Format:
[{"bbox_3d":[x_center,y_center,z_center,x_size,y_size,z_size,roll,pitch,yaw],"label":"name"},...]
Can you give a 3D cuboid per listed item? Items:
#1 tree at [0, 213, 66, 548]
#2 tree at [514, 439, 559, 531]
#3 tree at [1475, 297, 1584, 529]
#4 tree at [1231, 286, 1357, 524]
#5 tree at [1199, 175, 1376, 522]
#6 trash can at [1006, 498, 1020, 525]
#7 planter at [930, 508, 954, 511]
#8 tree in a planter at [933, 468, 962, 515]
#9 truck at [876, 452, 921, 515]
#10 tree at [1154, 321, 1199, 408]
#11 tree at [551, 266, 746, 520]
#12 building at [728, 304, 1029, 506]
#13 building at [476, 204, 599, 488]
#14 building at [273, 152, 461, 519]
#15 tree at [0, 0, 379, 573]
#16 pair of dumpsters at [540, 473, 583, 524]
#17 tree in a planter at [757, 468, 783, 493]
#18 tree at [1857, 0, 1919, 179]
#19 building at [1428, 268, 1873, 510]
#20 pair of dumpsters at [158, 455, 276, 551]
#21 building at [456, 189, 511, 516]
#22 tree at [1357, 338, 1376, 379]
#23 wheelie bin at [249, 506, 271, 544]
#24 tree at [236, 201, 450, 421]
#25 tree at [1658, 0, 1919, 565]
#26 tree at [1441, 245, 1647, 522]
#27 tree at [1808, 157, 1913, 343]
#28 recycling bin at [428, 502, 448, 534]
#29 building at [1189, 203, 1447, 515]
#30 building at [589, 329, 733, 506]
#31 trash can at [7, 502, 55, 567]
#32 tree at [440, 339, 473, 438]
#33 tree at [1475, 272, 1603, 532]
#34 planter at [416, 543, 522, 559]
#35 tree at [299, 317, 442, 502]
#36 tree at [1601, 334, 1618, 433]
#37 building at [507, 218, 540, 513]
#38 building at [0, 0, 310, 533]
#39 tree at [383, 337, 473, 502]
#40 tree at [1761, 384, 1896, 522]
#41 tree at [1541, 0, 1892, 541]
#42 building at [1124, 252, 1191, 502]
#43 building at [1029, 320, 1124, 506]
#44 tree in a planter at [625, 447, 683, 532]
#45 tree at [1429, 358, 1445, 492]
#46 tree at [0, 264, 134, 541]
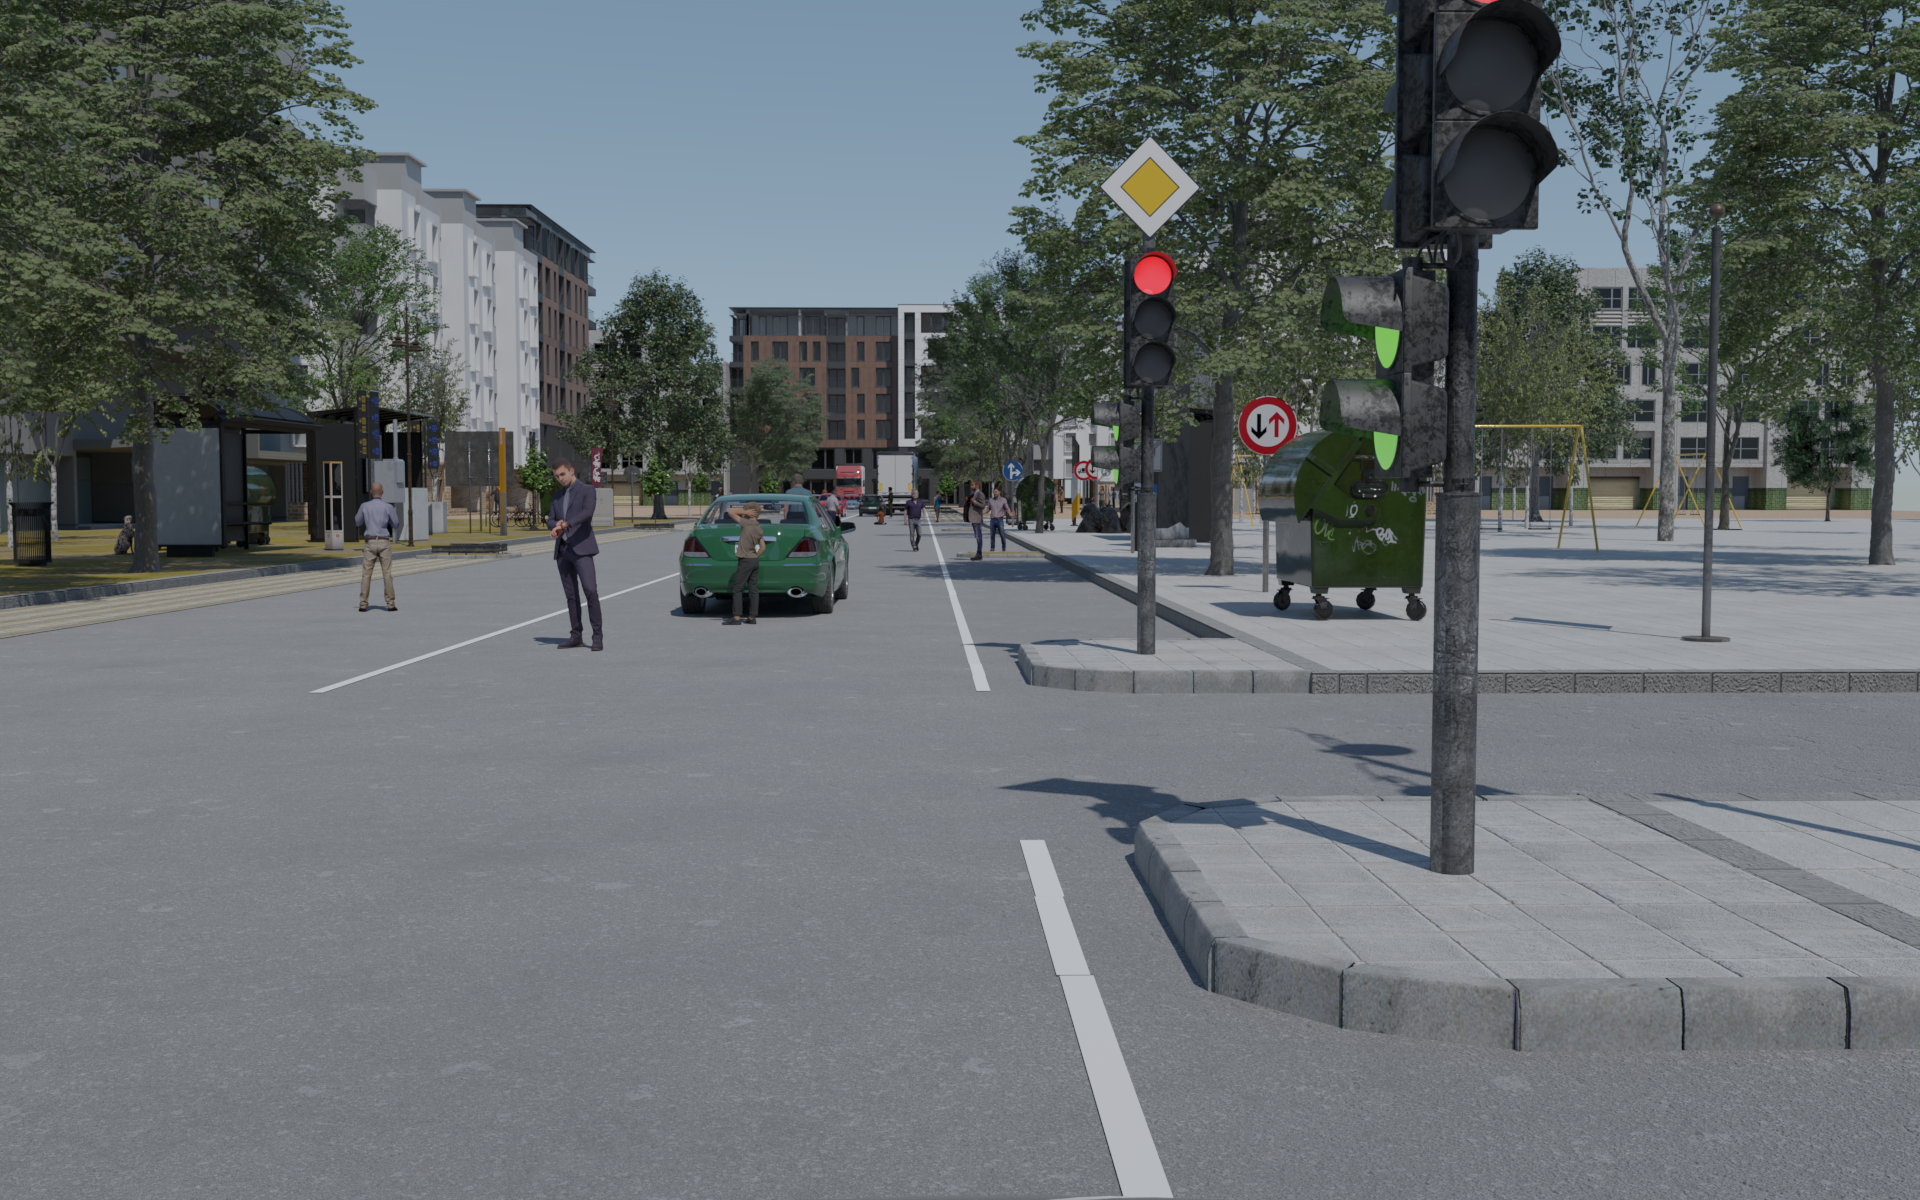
[{"bbox_3d":[-22.668,-5.526,40.711,4.360,8.622,3.978,0,3,0],"label":"tree"},{"bbox_3d":[-14.763,-4.046,60.758,1.663,3.219,1.824,0,3,0],"label":"tree"},{"bbox_3d":[20.815,-6.958,64.121,4.360,8.622,3.978,0,3,0],"label":"tree"},{"bbox_3d":[10.980,-6.637,58.879,4.737,8.622,4.395,0,3,0],"label":"tree"},{"bbox_3d":[7.582,-5.395,38.568,4.360,8.622,3.978,0,3,0],"label":"tree"},{"bbox_3d":[2.179,-3.629,70.984,0.748,1.137,0.748,0,3,0],"label":"trash can"},{"bbox_3d":[-1.488,-7.496,143.700,1.991,0.319,1.994,0,4,-1],"label":"planter"},{"bbox_3d":[-0.844,-7.276,116.179,1.991,3.239,1.994,0,4,-1],"label":"tree in a planter"},{"bbox_3d":[-4.228,-8.000,119.706,2.839,4.237,11.283,0,4,0],"label":"truck"},{"bbox_3d":[8.667,-6.993,64.705,4.360,8.622,3.978,0,3,0],"label":"tree"},{"bbox_3d":[-15.324,-10.422,87.410,9.611,12.733,9.660,0,3,0],"label":"tree"},{"bbox_3d":[-9.142,-21.783,200.122,32.646,21.610,27.936,0,4,-1],"label":"building"},{"bbox_3d":[-46.750,-17.851,135.846,32.646,21.610,27.936,0,4,-1],"label":"building"},{"bbox_3d":[-36.957,-14.527,93.944,16.016,20.091,11.380,0,4,-1],"label":"building"},{"bbox_3d":[-13.322,-6.748,28.449,7.486,12.596,7.792,0,3,0],"label":"tree"},{"bbox_3d":[-17.705,-4.568,77.187,1.574,2.255,4.437,0,4,-1],"label":"pair of dumpsters"},{"bbox_3d":[-12.750,-7.256,115.850,1.991,3.239,1.994,0,4,-1],"label":"tree in a planter"},{"bbox_3d":[14.661,-5.793,20.477,9.928,11.665,9.643,0,3,0],"label":"tree"},{"bbox_3d":[55.958,-16.977,144.038,31.486,18.905,16.747,0,4,-1],"label":"building"},{"bbox_3d":[-17.721,-2.352,40.956,1.574,2.255,4.437,0,4,-1],"label":"pair of dumpsters"},{"bbox_3d":[-37.021,-15.222,105.304,16.016,20.091,11.380,0,4,-1],"label":"building"},{"bbox_3d":[18.684,-7.776,77.503,4.737,8.622,4.395,0,3,0],"label":"tree"},{"bbox_3d":[-18.046,-2.230,44.369,0.693,1.594,0.980,-2,4,-31],"label":"wheelie bin"},{"bbox_3d":[-21.844,-8.301,61.482,9.928,11.665,9.643,0,3,0],"label":"tree"},{"bbox_3d":[16.321,-6.901,30.967,7.486,12.596,7.792,0,3,0],"label":"tree"},{"bbox_3d":[26.682,-9.957,79.808,9.611,12.733,9.660,0,3,0],"label":"tree"},{"bbox_3d":[20.581,-5.362,38.034,4.360,8.622,3.978,0,3,0],"label":"tree"},{"bbox_3d":[-17.117,-2.679,56.358,0.722,1.027,0.722,0,4,-5],"label":"recycling bin"},{"bbox_3d":[23.303,-15.708,113.245,16.016,20.091,11.380,0,4,-1],"label":"building"},{"bbox_3d":[-41.077,-20.044,194.180,31.486,18.905,16.747,0,4,-1],"label":"building"},{"bbox_3d":[-16.498,-1.170,30.785,0.748,1.137,0.748,0,3,0],"label":"trash can"},{"bbox_3d":[-25.061,-8.046,81.918,4.737,8.622,4.395,0,3,0],"label":"tree"},{"bbox_3d":[18.536,-6.610,58.430,4.737,8.622,4.395,0,3,0],"label":"tree"},{"bbox_3d":[-10.985,-1.093,39.010,1.991,0.319,1.994,0,4,-1],"label":"planter"},{"bbox_3d":[-24.753,-7.369,70.853,4.737,8.622,4.395,0,3,0],"label":"tree"},{"bbox_3d":[24.353,-7.282,69.429,4.737,8.622,4.395,0,3,0],"label":"tree"},{"bbox_3d":[-36.946,-15.930,116.877,16.016,20.091,11.380,0,4,-1],"label":"building"},{"bbox_3d":[-42.777,-29.218,66.947,28.713,52.752,27.495,0,4,-1],"label":"building"},{"bbox_3d":[-23.372,-7.724,76.644,4.360,8.622,3.978,0,3,0],"label":"tree"},{"bbox_3d":[48.250,-7.213,80.835,20.602,7.101,11.467,-2,4,-25],"label":"tree"},{"bbox_3d":[17.934,-11.709,47.323,12.611,20.169,13.585,0,3,0],"label":"tree"},{"bbox_3d":[22.985,-16.452,135.443,16.747,18.905,31.486,0,4,-1],"label":"building"},{"bbox_3d":[13.256,-20.698,194.826,11.380,20.091,16.016,0,4,-1],"label":"building"},{"bbox_3d":[-11.603,-4.198,65.857,1.991,3.239,1.994,0,4,-1],"label":"tree in a planter"},{"bbox_3d":[19.564,-7.370,70.870,4.360,8.622,3.978,0,3,0],"label":"tree"},{"bbox_3d":[-24.566,-5.920,47.150,4.737,8.622,4.395,0,3,0],"label":"tree"}]
